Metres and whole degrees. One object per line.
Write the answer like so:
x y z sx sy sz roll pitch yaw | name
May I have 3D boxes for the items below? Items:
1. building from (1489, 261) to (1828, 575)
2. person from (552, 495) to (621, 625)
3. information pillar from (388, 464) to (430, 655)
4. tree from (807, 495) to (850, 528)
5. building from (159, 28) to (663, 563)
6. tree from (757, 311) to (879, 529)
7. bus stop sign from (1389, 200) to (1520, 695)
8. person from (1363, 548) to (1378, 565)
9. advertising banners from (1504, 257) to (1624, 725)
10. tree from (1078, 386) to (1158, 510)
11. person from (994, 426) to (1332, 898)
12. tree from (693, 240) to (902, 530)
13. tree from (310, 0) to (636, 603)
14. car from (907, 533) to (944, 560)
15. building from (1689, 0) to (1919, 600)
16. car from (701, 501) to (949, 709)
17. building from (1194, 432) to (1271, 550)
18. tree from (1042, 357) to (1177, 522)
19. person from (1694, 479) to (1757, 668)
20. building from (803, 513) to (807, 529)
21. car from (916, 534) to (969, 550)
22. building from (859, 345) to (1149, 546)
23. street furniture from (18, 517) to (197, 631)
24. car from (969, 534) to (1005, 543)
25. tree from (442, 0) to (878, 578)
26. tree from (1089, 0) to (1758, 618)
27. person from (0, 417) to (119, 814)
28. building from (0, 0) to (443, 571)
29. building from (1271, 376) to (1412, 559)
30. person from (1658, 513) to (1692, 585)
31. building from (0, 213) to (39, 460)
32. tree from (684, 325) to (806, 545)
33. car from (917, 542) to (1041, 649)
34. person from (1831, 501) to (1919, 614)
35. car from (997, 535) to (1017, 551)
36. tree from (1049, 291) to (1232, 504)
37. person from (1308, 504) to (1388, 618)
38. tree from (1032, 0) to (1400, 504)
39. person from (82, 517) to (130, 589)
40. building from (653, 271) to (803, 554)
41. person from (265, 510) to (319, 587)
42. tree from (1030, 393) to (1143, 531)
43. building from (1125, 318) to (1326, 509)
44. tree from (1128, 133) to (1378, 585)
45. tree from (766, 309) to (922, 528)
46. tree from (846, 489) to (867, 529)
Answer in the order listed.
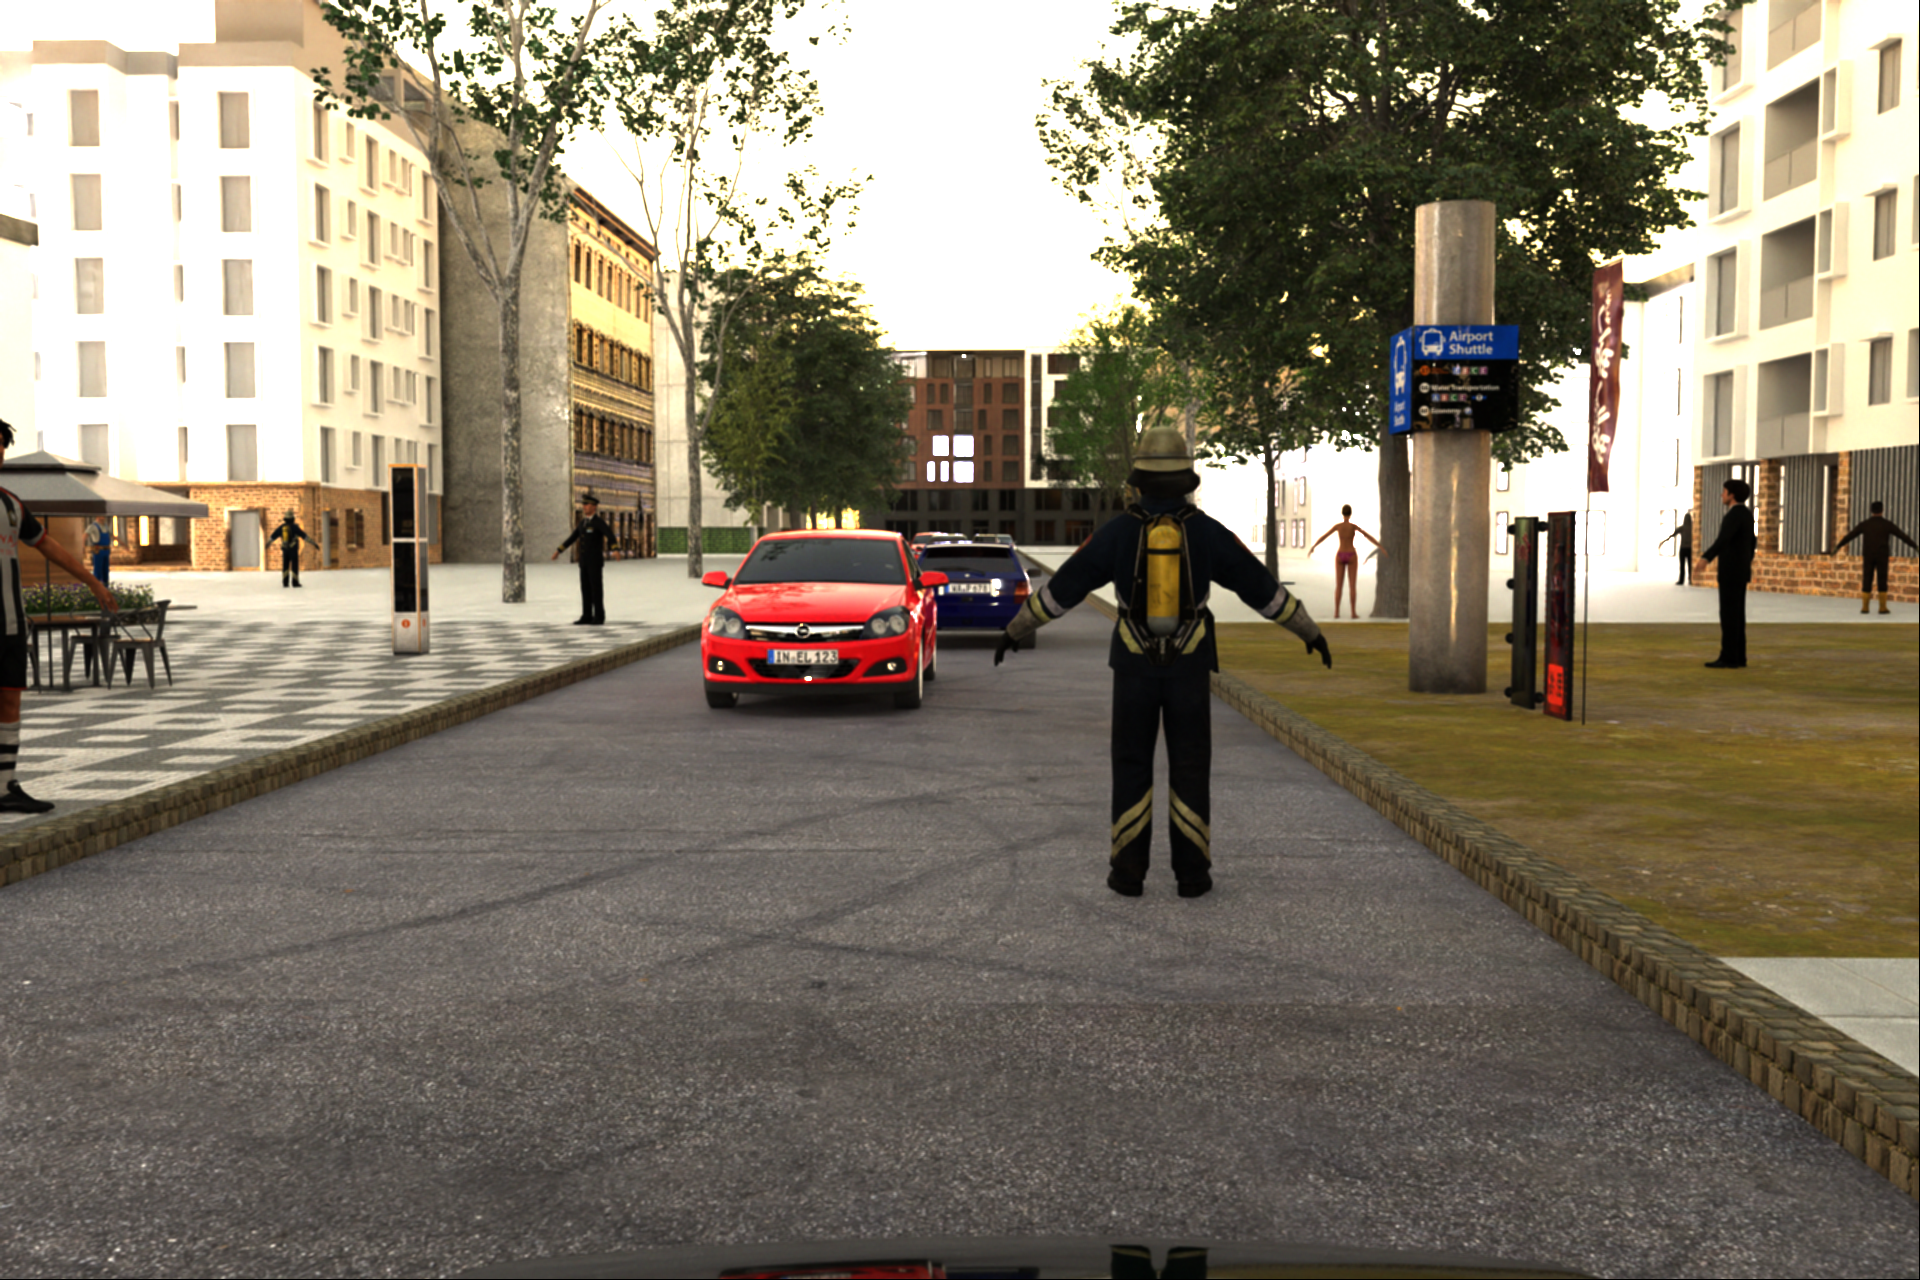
23.458 -7.085 57.985 9.099 9.664 28.070 0 4 1 | building
-5.237 -1.134 24.482 1.347 1.837 0.705 2 4 35 | person
-5.847 -0.851 18.402 0.304 2.012 0.304 0 4 3 | information pillar
-15.203 -17.392 202.488 7.486 12.596 7.792 0 3 0 | tree
-25.909 -15.493 84.247 19.493 23.208 18.063 0 4 2 | building
-7.803 -10.347 87.305 7.486 12.596 7.792 0 3 0 | tree
3.980 -1.530 14.033 0.837 3.901 0.837 0 4 2 | bus stop sign
7.101 -1.168 28.356 0.991 1.433 0.599 1 4 9 | person
4.183 -0.971 12.058 0.090 3.025 2.074 0 4 0 | advertising banners
8.414 -8.243 85.128 4.360 8.622 3.978 0 3 0 | tree
0.805 0.081 6.914 1.354 1.856 0.705 0 4 6 | person
-7.147 -10.250 74.237 9.857 13.997 8.962 0 3 0 | tree
-9.791 -10.788 32.272 12.611 20.169 13.585 0 3 0 | tree
-1.207 -3.794 71.077 2.155 1.783 4.494 0 4 2 | car
22.805 -11.214 39.773 16.016 20.090 11.380 0 4 1 | building
-1.161 -0.400 15.575 2.155 1.783 4.494 0 4 2 | car
25.055 -12.526 146.945 9.099 9.664 28.070 0 4 1 | building
8.616 -10.607 99.178 9.928 11.665 9.643 0 3 0 | tree
7.414 -0.641 16.666 0.705 1.806 1.347 3 5 42 | person
-25.010 -18.348 166.452 16.747 18.905 31.486 0 4 2 | building
-0.387 -2.818 55.853 2.009 1.686 4.222 0 4 1 | car
5.686 -21.661 200.581 32.646 21.610 27.936 0 4 4 | building
-15.280 -0.928 22.025 11.010 1.723 9.812 1 4 16 | street furniture
1.396 -5.082 92.876 2.009 1.686 4.222 0 4 1 | car
-8.571 -11.801 48.831 12.611 20.169 13.585 0 3 0 | tree
6.636 -7.309 26.157 9.857 13.997 8.962 0 3 0 | tree
-4.368 -0.101 7.793 0.704 1.843 1.345 1 4 16 | person
-27.383 -12.531 61.296 16.016 20.090 11.380 0 4 0 | building
22.274 -8.893 87.549 9.099 9.664 28.070 0 4 1 | building
18.363 -2.303 43.788 1.348 1.813 0.705 0 4 4 | person
-26.110 -5.569 33.196 9.099 9.664 28.070 0 4 1 | building
-7.367 -6.728 60.360 4.737 8.622 4.395 0 3 0 | tree
0.121 -0.636 22.986 1.945 1.354 3.894 0 4 1 | car
14.787 -1.334 27.956 1.346 1.812 0.704 2 4 35 | person
2.285 -5.348 99.444 2.014 1.417 4.499 0 4 0 | car
7.604 -9.015 73.147 9.928 11.665 9.643 0 3 0 | tree
5.914 -1.202 26.450 1.217 1.733 0.721 1 4 22 | person
9.260 -12.457 59.563 12.611 20.169 13.585 0 3 0 | tree
-18.183 -1.887 36.708 0.705 1.847 1.347 1 4 16 | person
-22.204 -16.273 132.522 16.747 18.905 31.486 0 4 1 | building
-16.193 -2.210 41.905 1.354 1.856 0.705 0 4 5 | person
8.446 -10.716 109.611 8.767 10.594 7.601 1 4 10 | tree
26.533 -20.909 172.798 19.493 23.208 18.063 0 4 1 | building
7.868 -7.243 44.172 9.928 11.665 9.643 0 3 0 | tree
-6.984 -11.677 97.572 9.857 13.997 8.962 0 3 0 | tree
-6.761 -9.749 109.751 4.737 8.622 4.395 0 3 0 | tree
